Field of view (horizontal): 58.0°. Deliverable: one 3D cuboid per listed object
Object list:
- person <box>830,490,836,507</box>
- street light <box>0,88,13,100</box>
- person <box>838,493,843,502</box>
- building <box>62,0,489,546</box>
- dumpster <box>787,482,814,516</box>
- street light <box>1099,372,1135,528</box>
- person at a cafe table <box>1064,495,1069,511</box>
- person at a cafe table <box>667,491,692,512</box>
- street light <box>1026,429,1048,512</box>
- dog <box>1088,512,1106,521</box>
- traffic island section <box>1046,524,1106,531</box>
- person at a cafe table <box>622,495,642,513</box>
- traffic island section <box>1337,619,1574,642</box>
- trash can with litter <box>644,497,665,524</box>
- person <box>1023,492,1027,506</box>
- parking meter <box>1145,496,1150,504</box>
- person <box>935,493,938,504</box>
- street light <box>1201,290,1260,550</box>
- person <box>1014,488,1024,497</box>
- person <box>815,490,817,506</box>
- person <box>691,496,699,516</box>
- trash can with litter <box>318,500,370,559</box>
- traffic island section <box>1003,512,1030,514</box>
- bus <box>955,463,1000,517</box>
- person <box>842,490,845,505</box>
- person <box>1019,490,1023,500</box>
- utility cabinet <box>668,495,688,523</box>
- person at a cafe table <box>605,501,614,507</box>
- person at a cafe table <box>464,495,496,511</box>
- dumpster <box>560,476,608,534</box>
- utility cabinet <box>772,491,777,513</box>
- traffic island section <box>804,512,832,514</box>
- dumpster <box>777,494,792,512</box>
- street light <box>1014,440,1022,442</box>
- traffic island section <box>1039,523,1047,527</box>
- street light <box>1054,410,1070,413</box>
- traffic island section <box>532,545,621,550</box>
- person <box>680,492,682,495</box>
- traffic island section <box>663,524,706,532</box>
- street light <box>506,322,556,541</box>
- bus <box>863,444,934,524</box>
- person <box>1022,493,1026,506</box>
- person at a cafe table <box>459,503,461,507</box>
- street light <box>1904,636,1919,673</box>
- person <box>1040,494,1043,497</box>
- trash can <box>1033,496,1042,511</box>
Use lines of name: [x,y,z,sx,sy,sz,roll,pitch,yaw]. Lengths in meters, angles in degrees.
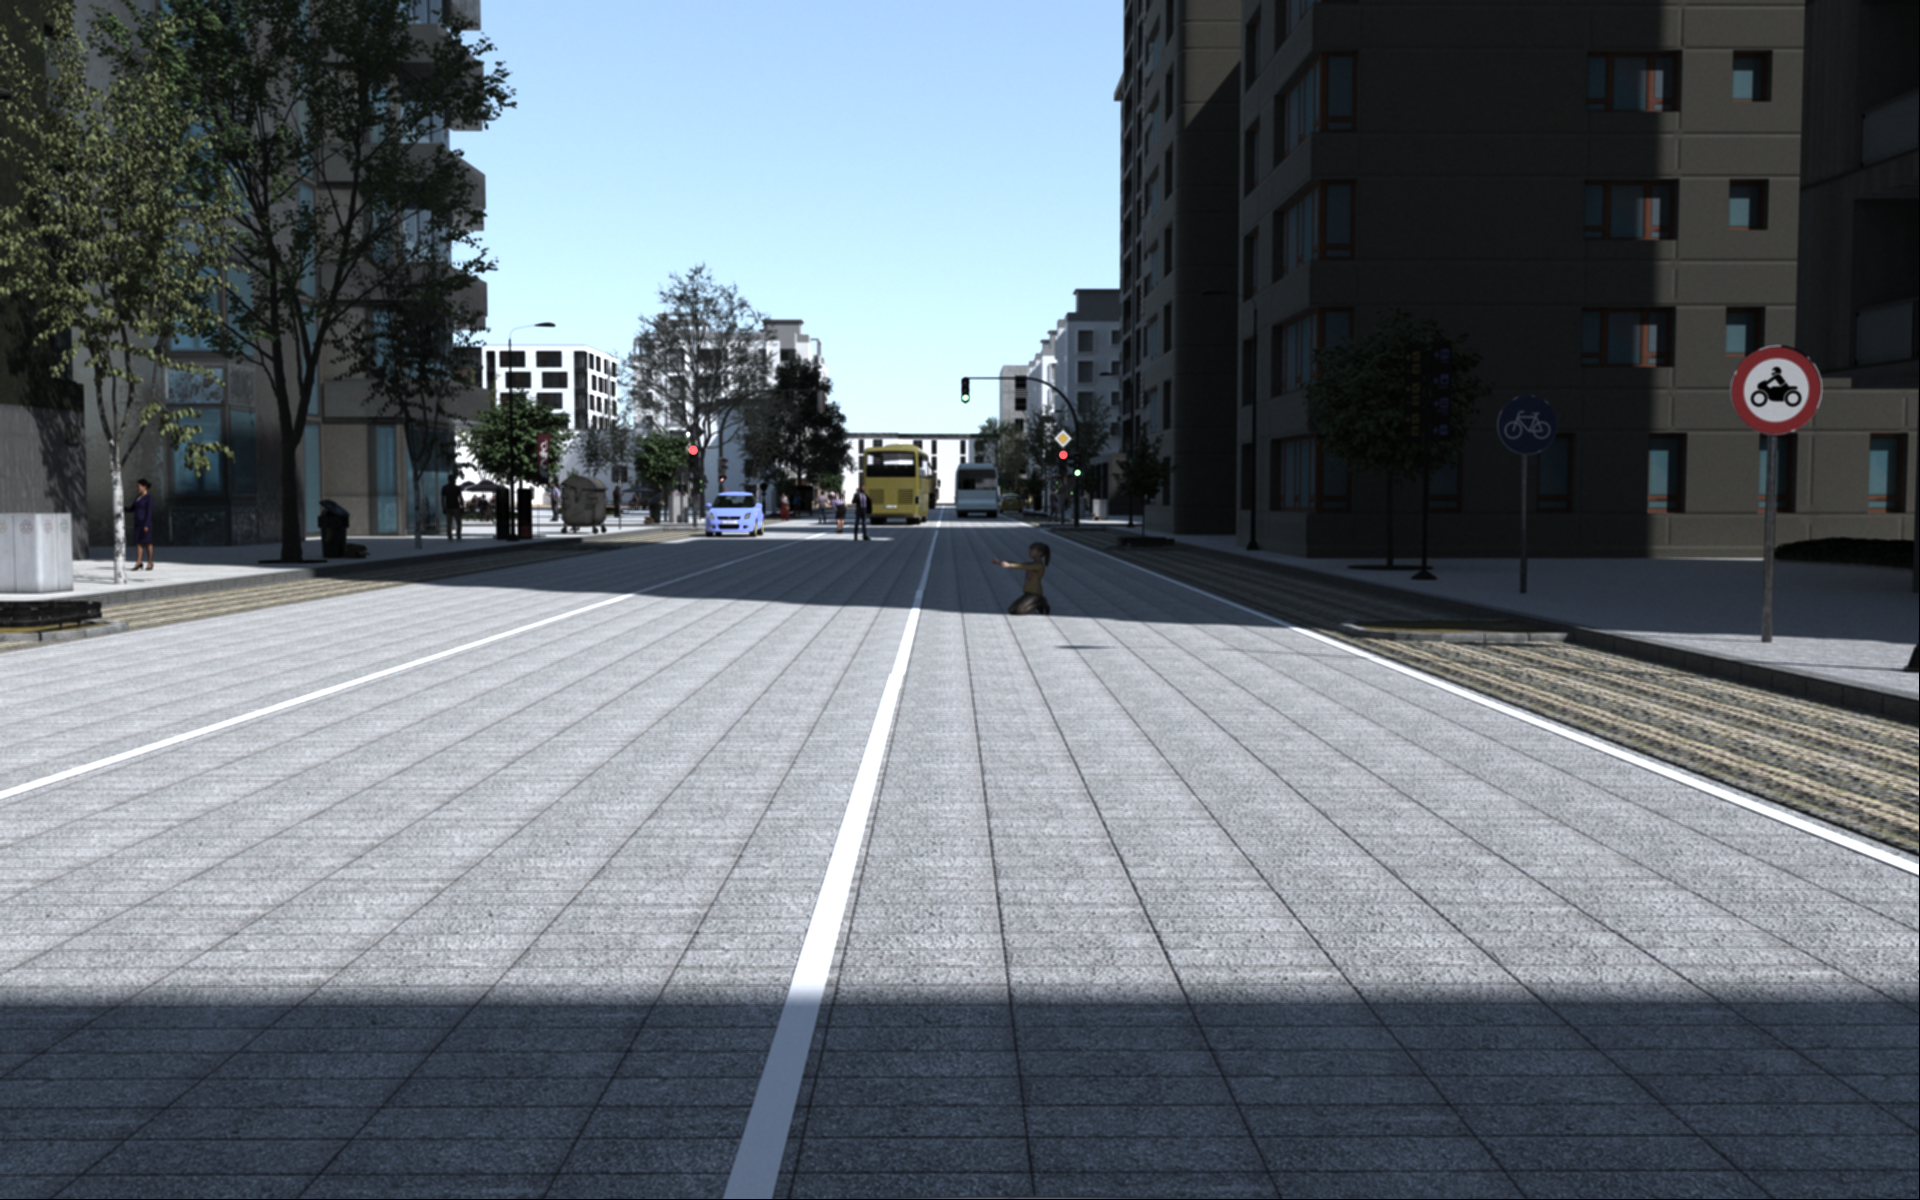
person: [-12.987,-10.360,176.372,0.756,1.711,0.436,0,4,5]
street light: [-11.534,-2.900,19.951,1.470,5.913,1.316,0,4,0]
person: [-15.145,-12.948,218.275,0.617,1.759,0.750,1,4,21]
building: [-30.637,-26.367,50.710,30.456,49.044,23.786,0,4,0]
dumpster: [-10.532,-6.611,113.044,1.985,2.255,1.502,0,4,-2]
street light: [6.012,-5.733,66.283,1.470,5.913,1.316,0,4,0]
person at a cafe table: [8.143,-7.206,128.684,1.726,1.238,1.698,-2,4,-30]
person at a cafe table: [-19.780,-6.975,122.563,1.622,1.524,1.698,-1,4,-17]
street light: [5.554,-9.205,123.036,1.470,5.913,1.316,0,4,0]
dog: [6.608,-4.028,83.596,0.748,0.427,0.550,2,4,32]
traffic island section: [4.558,-2.770,67.566,2.009,0.180,2.903,0,4,0]
person at a cafe table: [-22.806,-6.633,119.308,1.726,1.238,1.698,-1,4,-10]
traffic island section: [4.926,0.318,17.671,1.991,0.108,1.994,0,4,0]
trash can with litter: [-13.265,-3.891,75.001,0.624,1.170,1.055,1,4,15]
person: [7.133,-10.953,185.569,0.683,1.767,0.568,-2,4,-33]
parking meter: [7.067,-3.426,64.425,0.372,1.533,0.369,0,3,0]
person: [-2.880,-11.701,199.817,0.705,1.824,1.348,-2,4,-32]
street light: [6.175,-4.097,39.531,1.470,5.913,1.316,0,4,0]
person: [5.880,-10.491,177.198,1.348,1.869,0.705,0,4,-1]
person: [-16.189,-11.458,193.397,0.705,1.822,1.348,1,4,15]
person: [-14.924,-5.429,98.042,0.726,1.435,0.776,-2,4,-30]
trash can with litter: [-12.334,-1.429,34.750,1.055,1.170,0.624,1,4,18]
traffic island section: [4.121,-6.380,127.185,1.991,0.108,1.994,0,4,0]
bus: [1.104,-7.006,109.411,2.948,3.499,13.247,0,4,1]
person: [-13.663,-11.972,202.469,0.721,1.739,1.217,0,3,0]
person: [6.684,-11.038,187.224,0.721,1.736,1.217,-2,4,-24]
utility cabinet: [-12.515,-4.023,76.940,0.306,1.237,1.020,2,4,33]
person at a cafe table: [-28.813,-8.062,140.334,1.622,1.524,1.698,0,4,-5]
person at a cafe table: [-28.424,-5.700,104.051,1.726,1.238,1.698,-3,5,-45]
dumpster: [-12.246,-3.093,56.334,1.264,1.857,1.865,0,4,-1]
utility cabinet: [-12.473,-6.583,116.318,0.318,1.500,1.173,0,4,-4]
traffic island section: [-10.461,-6.407,127.612,1.991,0.108,1.994,0,4,0]
dumpster: [-12.820,-7.330,125.610,1.264,1.857,1.865,0,4,0]
street light: [5.344,-10.841,149.788,1.470,5.913,1.316,0,4,0]
traffic island section: [4.499,-3.258,75.551,2.009,0.180,2.903,0,4,0]
street light: [5.904,-7.553,96.032,1.470,5.913,1.316,0,4,0]
traffic island section: [-9.852,-1.344,44.845,1.991,0.108,1.994,0,4,0]
person: [-20.645,-7.320,128.967,0.776,1.435,0.726,2,4,24]
traffic island section: [-10.343,-2.763,67.460,2.009,0.180,2.903,0,4,0]
street light: [-11.636,-4.554,46.996,1.470,5.913,1.316,0,4,0]
bus: [-2.969,-5.679,84.404,2.896,3.916,12.252,0,4,2]
person: [7.008,-11.223,190.093,0.434,1.755,0.990,-3,5,-42]
person at a cafe table: [-31.363,-6.107,110.714,1.698,1.238,1.726,2,4,31]
street light: [6.450,-2.435,12.353,1.470,5.913,1.316,0,4,0]
person: [7.836,-10.123,172.082,1.217,1.766,0.721,-3,5,-42]
trash can: [5.995,-7.471,133.805,0.748,1.137,0.748,0,3,0]
